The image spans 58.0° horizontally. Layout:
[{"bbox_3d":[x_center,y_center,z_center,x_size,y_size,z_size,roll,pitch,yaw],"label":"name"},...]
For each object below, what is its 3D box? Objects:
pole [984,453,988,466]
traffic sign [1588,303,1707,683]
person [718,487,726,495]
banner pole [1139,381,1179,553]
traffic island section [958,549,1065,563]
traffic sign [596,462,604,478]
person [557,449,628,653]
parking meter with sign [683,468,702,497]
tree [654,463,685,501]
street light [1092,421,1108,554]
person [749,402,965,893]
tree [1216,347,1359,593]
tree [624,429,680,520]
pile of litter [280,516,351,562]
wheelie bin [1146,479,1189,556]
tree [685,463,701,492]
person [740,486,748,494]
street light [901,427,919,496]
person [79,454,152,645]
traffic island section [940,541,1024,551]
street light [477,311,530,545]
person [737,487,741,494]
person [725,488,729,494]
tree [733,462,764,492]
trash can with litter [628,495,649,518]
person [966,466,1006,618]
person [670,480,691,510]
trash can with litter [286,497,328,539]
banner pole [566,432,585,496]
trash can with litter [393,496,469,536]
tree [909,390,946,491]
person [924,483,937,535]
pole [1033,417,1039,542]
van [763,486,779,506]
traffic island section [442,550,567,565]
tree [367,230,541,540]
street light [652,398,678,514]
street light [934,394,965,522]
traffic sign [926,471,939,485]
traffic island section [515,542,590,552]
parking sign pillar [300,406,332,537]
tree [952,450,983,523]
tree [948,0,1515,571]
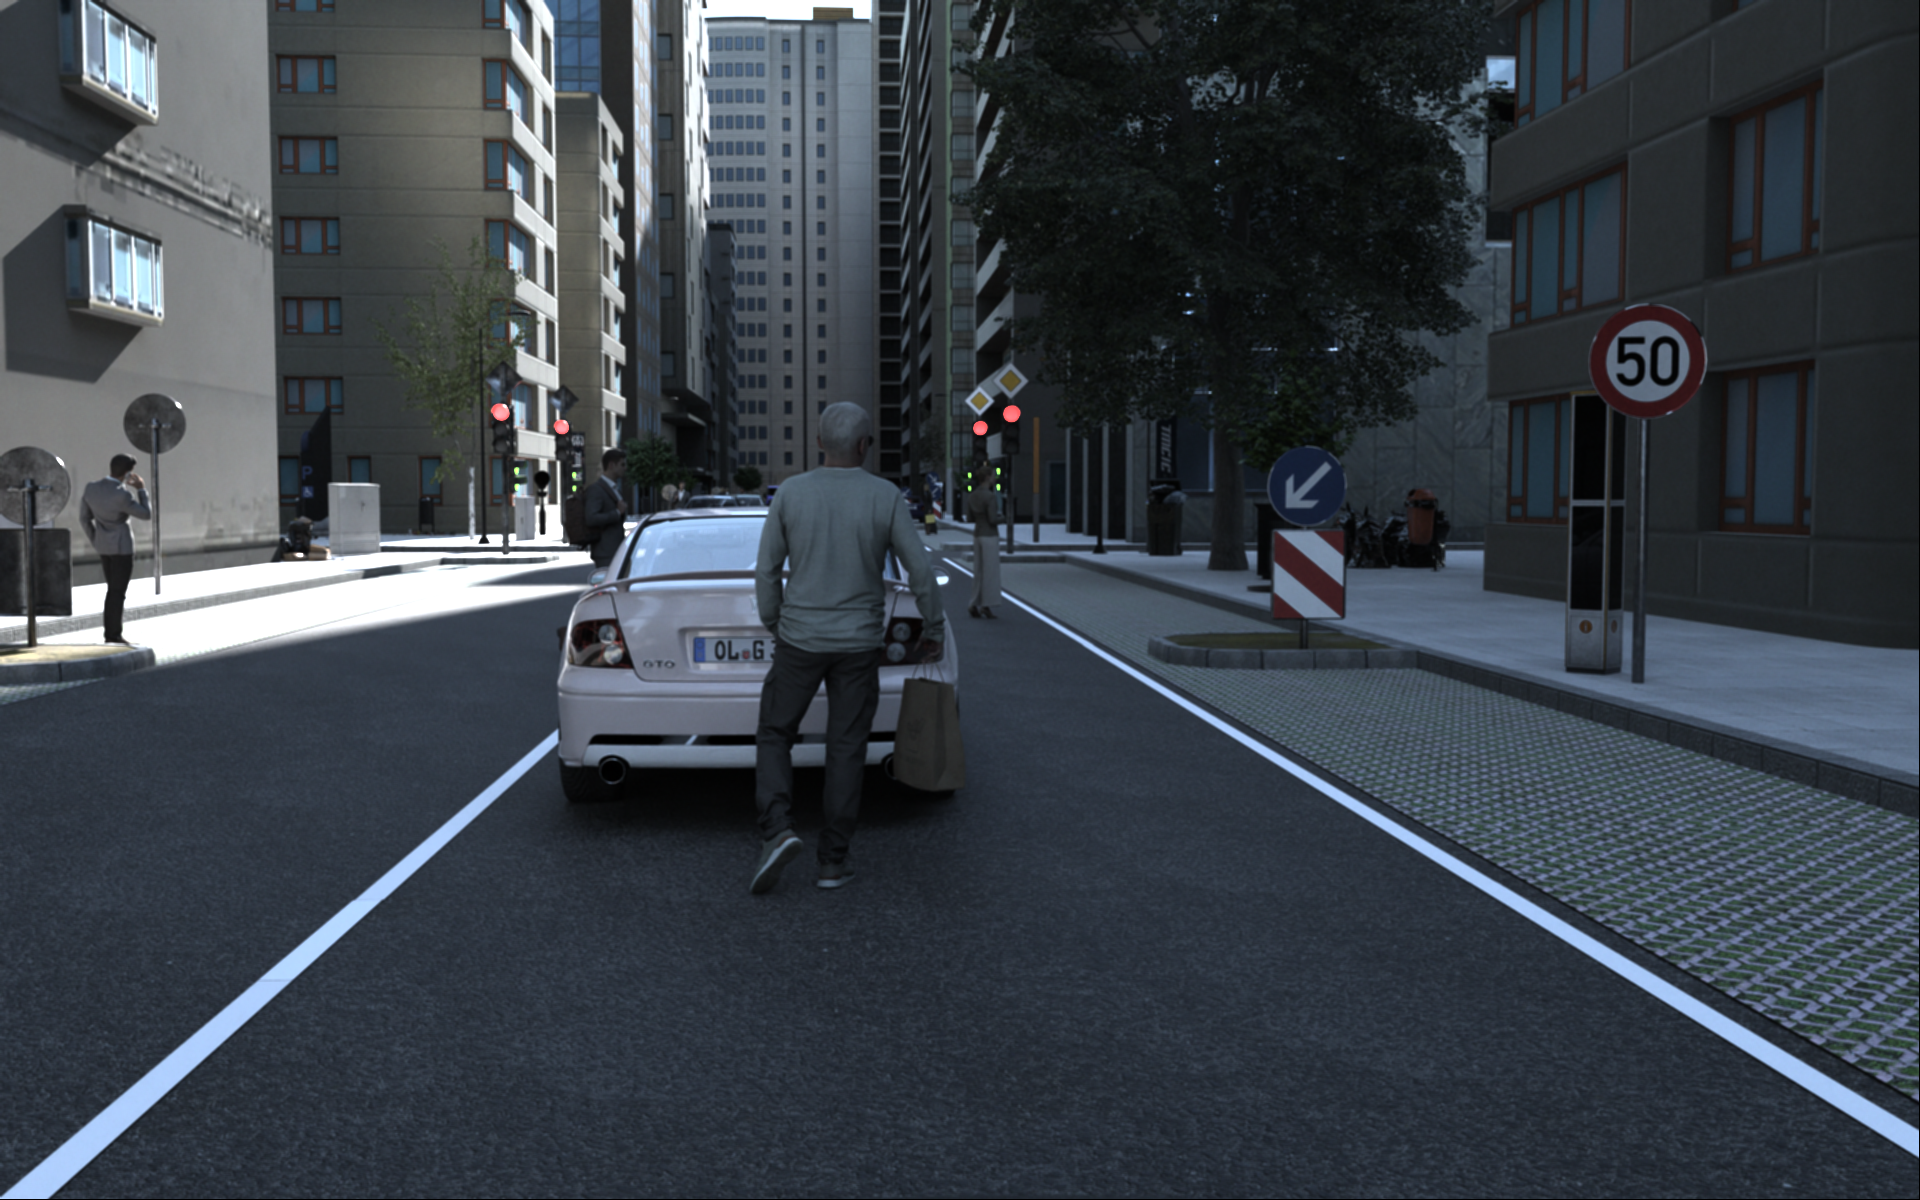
[{"bbox_3d":[1.292,-5.621,85.742,0.158,3.312,0.155,0,3,0],"label":"pole"},{"bbox_3d":[4.606,-0.708,11.689,0.768,2.556,0.104,0,4,6],"label":"traffic sign"},{"bbox_3d":[-12.704,-5.278,95.017,1.509,1.804,0.699,2,4,29],"label":"person"},{"bbox_3d":[4.342,-2.923,37.806,0.863,3.779,0.401,0,4,-2],"label":"banner pole"},{"bbox_3d":[1.097,-0.911,37.172,2.009,0.180,2.903,0,4,-4],"label":"traffic island section"},{"bbox_3d":[-13.325,-3.989,65.324,0.768,2.556,0.104,0,4,-2],"label":"traffic sign"},{"bbox_3d":[-3.149,-0.422,15.369,0.822,1.834,0.622,0,4,-6],"label":"person"},{"bbox_3d":[-17.866,-7.426,117.681,1.738,3.016,0.543,0,4,1],"label":"parking meter with sign"},{"bbox_3d":[-16.516,-6.261,96.964,1.663,3.219,1.824,0,3,0],"label":"tree"},{"bbox_3d":[2.477,-3.951,37.143,1.470,5.913,1.316,0,4,-4],"label":"street light"},{"bbox_3d":[-0.374,0.163,6.326,0.782,1.767,0.515,0,4,-4],"label":"person"},{"bbox_3d":[4.439,-1.723,22.767,1.663,3.219,1.824,0,3,0],"label":"tree"},{"bbox_3d":[-15.562,-6.318,87.021,4.285,4.588,4.351,0,3,0],"label":"tree"},{"bbox_3d":[-12.601,-1.177,33.207,1.719,0.858,1.176,0,4,-7],"label":"pile of litter"},{"bbox_3d":[4.295,-1.727,36.143,0.980,1.594,0.693,2,4,24],"label":"wheelie bin"},{"bbox_3d":[-17.071,-6.876,107.024,1.663,3.219,1.824,0,3,0],"label":"tree"},{"bbox_3d":[-9.606,-4.167,76.972,0.623,1.781,0.721,0,3,0],"label":"person"},{"bbox_3d":[-3.400,-8.999,119.669,1.470,5.913,1.316,0,4,-4],"label":"street light"},{"bbox_3d":[-7.850,-0.456,16.132,0.592,1.802,0.473,3,4,36],"label":"person"},{"bbox_3d":[0.527,-1.398,45.137,2.009,0.180,2.903,0,4,-4],"label":"traffic island section"},{"bbox_3d":[-11.598,-4.373,44.033,1.470,5.913,1.316,0,4,-4],"label":"street light"},{"bbox_3d":[-11.612,-5.099,92.044,0.590,1.801,0.661,0,4,6],"label":"person"},{"bbox_3d":[-14.364,-6.020,107.146,0.641,1.798,0.478,0,4,-6],"label":"person"},{"bbox_3d":[-21.788,-11.880,177.949,4.285,4.588,4.351,0,3,0],"label":"tree"},{"bbox_3d":[-17.364,-5.048,93.594,2.233,1.210,1.678,0,4,-3],"label":"trash can with litter"},{"bbox_3d":[0.327,-0.669,19.983,0.362,1.759,0.519,-3,4,-36],"label":"person"},{"bbox_3d":[-8.198,-2.595,50.891,0.622,1.834,0.822,-1,4,-14],"label":"person"},{"bbox_3d":[-18.775,-2.322,49.030,1.678,1.210,2.233,-1,4,-22],"label":"trash can with litter"},{"bbox_3d":[-13.698,-4.368,61.440,0.863,3.779,0.401,-1,4,-12],"label":"banner pole"},{"bbox_3d":[-16.345,-2.618,53.858,2.233,1.210,1.678,1,4,22],"label":"trash can with litter"},{"bbox_3d":[-1.863,-10.592,123.545,4.360,8.622,3.978,0,3,0],"label":"tree"},{"bbox_3d":[-1.041,-3.181,60.719,0.699,1.804,1.509,1,4,14],"label":"person"},{"bbox_3d":[2.027,-3.190,45.993,0.158,3.312,0.155,0,3,0],"label":"pole"},{"bbox_3d":[-13.167,-7.447,126.144,2.240,2.365,5.245,0,4,-6],"label":"van"},{"bbox_3d":[-9.568,-0.865,36.416,2.009,0.180,2.903,0,4,-4],"label":"traffic island section"},{"bbox_3d":[-13.757,-5.956,47.738,4.737,8.622,4.395,0,3,0],"label":"tree"},{"bbox_3d":[-14.305,-6.799,83.709,1.470,5.913,1.316,0,4,-4],"label":"street light"},{"bbox_3d":[-0.496,-6.586,80.217,1.470,5.913,1.316,0,4,-4],"label":"street light"},{"bbox_3d":[-1.539,-5.963,97.599,0.768,2.556,0.104,0,4,-4],"label":"traffic sign"},{"bbox_3d":[-10.138,-1.352,44.381,2.009,0.180,2.903,0,4,-4],"label":"traffic island section"},{"bbox_3d":[-19.536,-3.920,52.562,1.447,3.967,1.447,0,4,3],"label":"parking sign pillar"},{"bbox_3d":[0.348,-5.030,76.834,1.663,3.219,1.824,0,3,0],"label":"tree"},{"bbox_3d":[4.443,-7.477,28.897,9.857,13.997,8.962,0,3,0],"label":"tree"}]
